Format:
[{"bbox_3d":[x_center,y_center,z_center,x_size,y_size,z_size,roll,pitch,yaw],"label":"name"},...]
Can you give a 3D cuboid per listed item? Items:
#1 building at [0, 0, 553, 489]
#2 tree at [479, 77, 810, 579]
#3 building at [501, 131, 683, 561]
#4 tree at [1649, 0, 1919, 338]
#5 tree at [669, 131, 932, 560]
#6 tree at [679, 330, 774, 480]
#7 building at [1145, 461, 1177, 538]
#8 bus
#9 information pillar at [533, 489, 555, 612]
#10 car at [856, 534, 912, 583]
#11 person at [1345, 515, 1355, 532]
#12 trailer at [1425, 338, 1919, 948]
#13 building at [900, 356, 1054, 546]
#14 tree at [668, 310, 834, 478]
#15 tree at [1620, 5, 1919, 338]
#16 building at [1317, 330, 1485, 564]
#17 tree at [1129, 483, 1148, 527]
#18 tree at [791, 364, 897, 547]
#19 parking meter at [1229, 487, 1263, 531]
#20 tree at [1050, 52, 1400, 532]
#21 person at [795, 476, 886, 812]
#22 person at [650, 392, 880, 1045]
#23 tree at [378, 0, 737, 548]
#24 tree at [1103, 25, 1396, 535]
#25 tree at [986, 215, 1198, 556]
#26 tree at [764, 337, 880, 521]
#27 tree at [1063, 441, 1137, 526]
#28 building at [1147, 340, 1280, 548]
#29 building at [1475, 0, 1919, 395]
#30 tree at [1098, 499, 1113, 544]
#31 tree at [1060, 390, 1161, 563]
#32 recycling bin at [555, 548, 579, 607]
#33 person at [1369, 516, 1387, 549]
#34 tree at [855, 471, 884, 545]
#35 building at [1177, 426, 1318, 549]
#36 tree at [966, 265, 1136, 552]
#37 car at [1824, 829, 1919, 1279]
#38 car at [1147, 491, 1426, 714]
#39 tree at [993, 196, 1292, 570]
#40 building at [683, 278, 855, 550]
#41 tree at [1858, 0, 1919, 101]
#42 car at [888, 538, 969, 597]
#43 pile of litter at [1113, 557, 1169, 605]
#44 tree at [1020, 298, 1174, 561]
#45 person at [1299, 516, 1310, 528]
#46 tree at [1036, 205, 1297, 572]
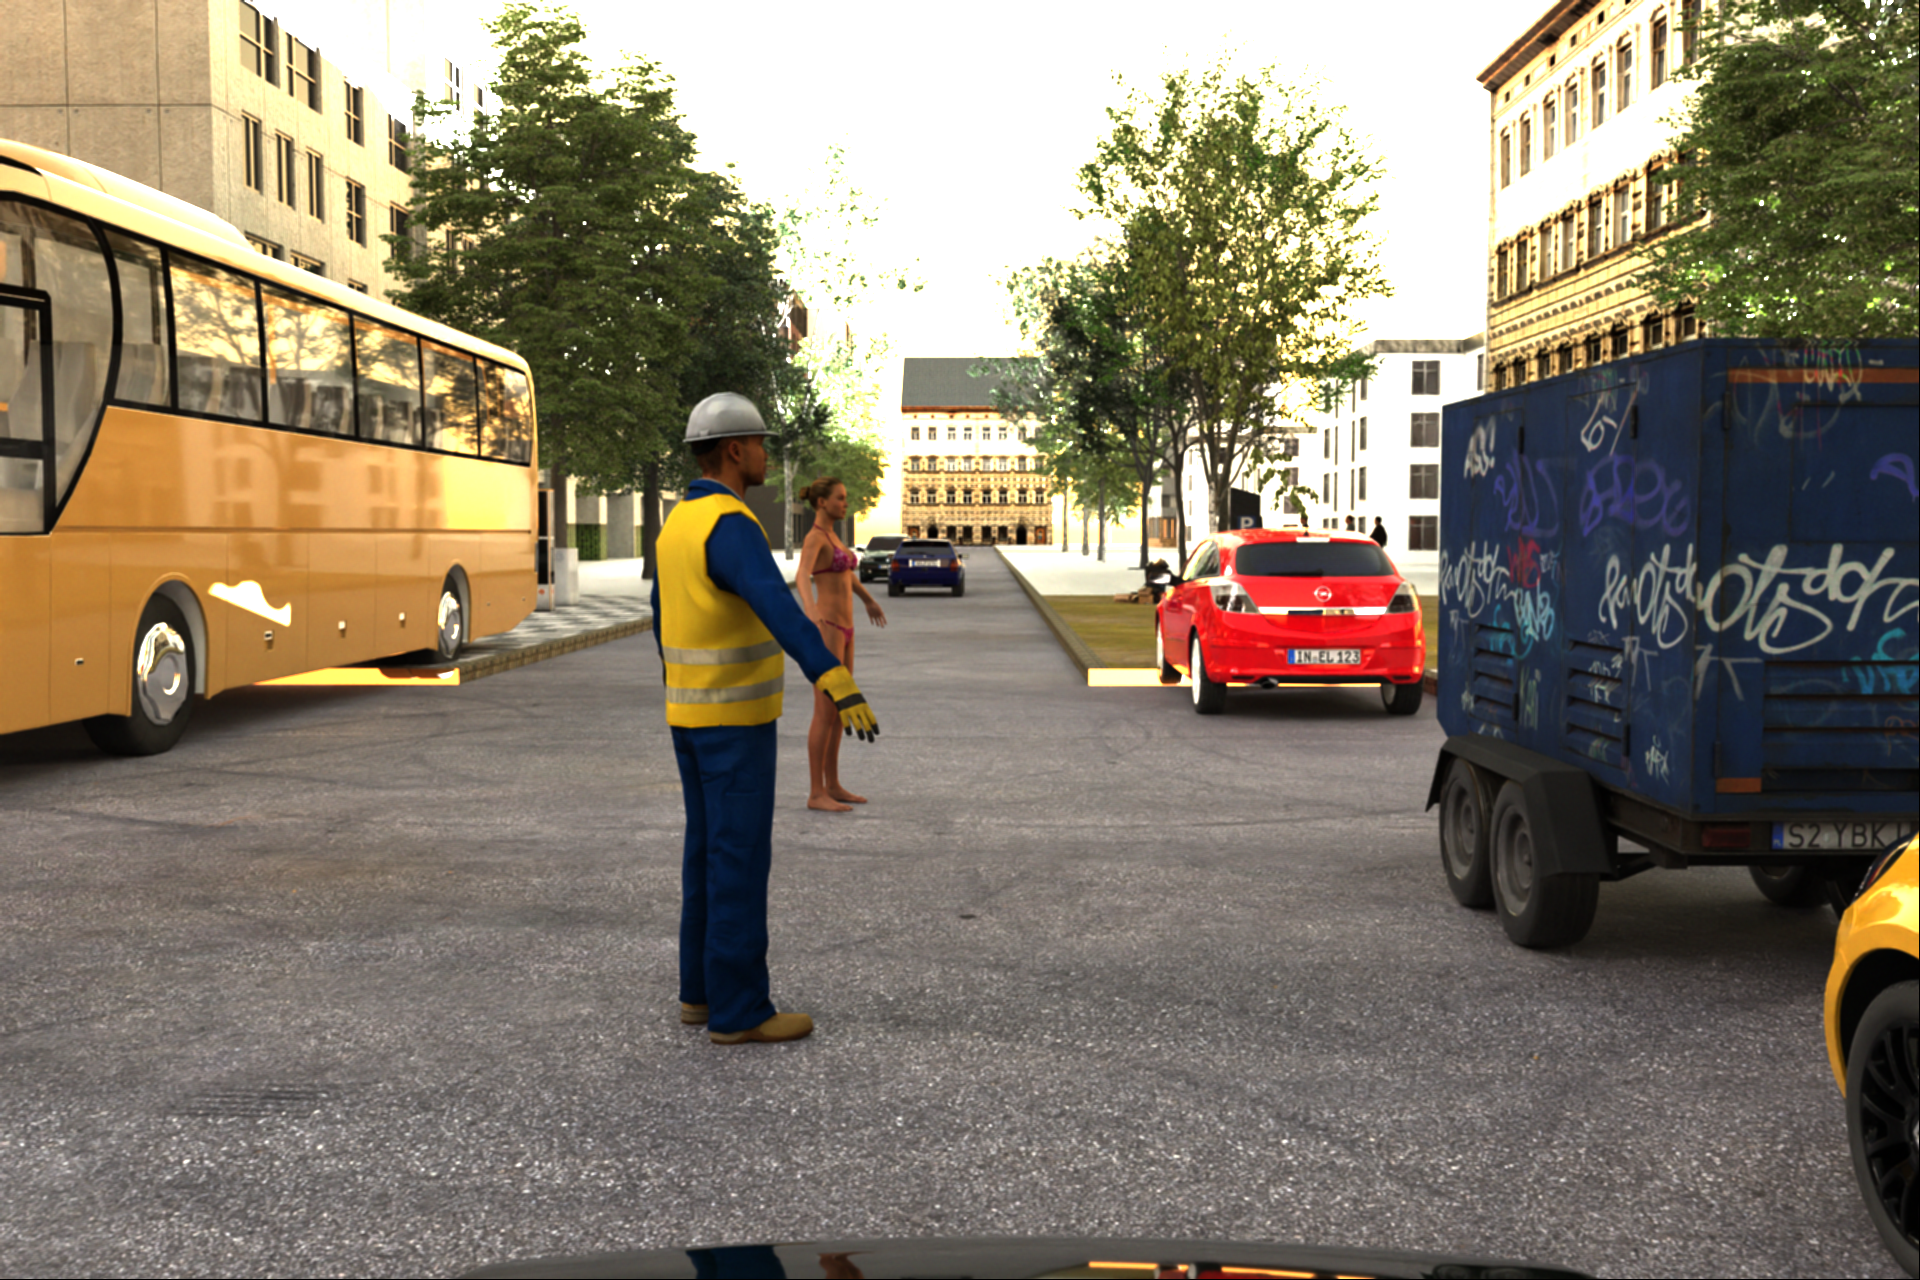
[{"bbox_3d":[-25.572,-11.623,56.497,16.747,18.905,31.486,0,4,1],"label":"building"},{"bbox_3d":[-8.714,-8.716,49.156,9.857,13.997,8.962,0,3,0],"label":"tree"},{"bbox_3d":[-25.745,-13.806,92.179,16.747,18.905,31.486,0,4,0],"label":"building"},{"bbox_3d":[13.604,-6.498,24.370,7.486,12.596,7.792,0,3,0],"label":"tree"},{"bbox_3d":[-7.771,-13.871,82.679,12.611,20.169,13.585,0,3,0],"label":"tree"},{"bbox_3d":[-9.346,-6.815,61.794,4.360,8.622,3.978,0,3,0],"label":"tree"},{"bbox_3d":[25.615,-20.582,192.943,16.016,20.090,11.380,0,4,1],"label":"building"},{"bbox_3d":[-6.319,-1.400,14.441,2.896,3.916,12.252,0,4,1],"label":"bus"},{"bbox_3d":[-6.857,-1.468,28.500,0.304,2.012,0.304,0,4,2],"label":"information pillar"},{"bbox_3d":[-2.085,-2.596,52.230,2.009,1.686,4.222,0,4,0],"label":"car"},{"bbox_3d":[10.554,-2.495,47.069,0.705,1.796,1.348,2,4,24],"label":"person"},{"bbox_3d":[2.622,0.002,7.024,1.471,1.999,3.904,0,4,0],"label":"trailer"},{"bbox_3d":[2.100,-23.225,213.110,18.063,23.208,19.493,0,4,0],"label":"building"},{"bbox_3d":[-8.707,-8.266,69.567,8.767,10.594,7.601,1,4,19],"label":"tree"},{"bbox_3d":[17.258,-6.675,34.890,9.928,11.665,9.643,0,3,0],"label":"tree"},{"bbox_3d":[22.387,-8.102,74.609,9.099,9.664,28.070,0,4,1],"label":"building"},{"bbox_3d":[23.291,-16.116,213.852,4.360,8.622,3.978,0,3,0],"label":"tree"},{"bbox_3d":[-7.937,-12.080,115.630,7.486,12.596,7.792,0,3,0],"label":"tree"},{"bbox_3d":[3.574,-0.975,21.657,0.399,1.863,0.255,0,4,1],"label":"parking meter"},{"bbox_3d":[5.856,-6.908,38.695,9.928,11.665,9.643,0,3,0],"label":"tree"},{"bbox_3d":[-0.607,0.011,9.075,0.721,1.733,1.217,1,4,13],"label":"person"},{"bbox_3d":[-0.642,0.210,4.989,0.705,1.833,1.349,-2,4,-30],"label":"person"},{"bbox_3d":[-8.778,-7.310,37.650,7.486,12.596,7.792,0,3,0],"label":"tree"},{"bbox_3d":[3.914,-4.604,25.637,4.737,8.622,4.395,0,3,0],"label":"tree"},{"bbox_3d":[8.179,-14.947,100.279,12.611,20.169,13.585,0,3,0],"label":"tree"},{"bbox_3d":[-8.318,-11.167,100.715,7.486,12.596,7.792,0,3,0],"label":"tree"},{"bbox_3d":[17.052,-18.353,206.729,9.857,13.997,8.962,0,3,0],"label":"tree"},{"bbox_3d":[24.159,-19.541,175.920,16.016,20.090,11.380,0,4,1],"label":"building"},{"bbox_3d":[26.615,-13.293,48.266,19.493,23.208,18.063,0,4,1],"label":"building"},{"bbox_3d":[18.753,-16.114,213.819,4.360,8.622,3.978,0,3,0],"label":"tree"},{"bbox_3d":[6.610,-7.698,76.226,4.737,8.622,4.395,0,3,0],"label":"tree"},{"bbox_3d":[-7.257,-1.125,30.950,0.722,1.027,0.722,0,4,2],"label":"recycling bin"},{"bbox_3d":[12.520,-2.806,52.008,0.704,1.812,1.346,3,5,41],"label":"person"},{"bbox_3d":[-13.164,-17.339,209.255,9.928,11.665,9.643,0,3,0],"label":"tree"},{"bbox_3d":[24.551,-12.614,148.388,9.099,9.664,28.070,0,4,1],"label":"building"},{"bbox_3d":[6.823,-16.283,122.108,12.611,20.169,13.585,0,3,0],"label":"tree"},{"bbox_3d":[2.634,0.498,2.088,2.015,1.641,3.980,0,4,1],"label":"car"},{"bbox_3d":[2.775,-0.380,15.256,2.155,1.783,4.494,0,4,1],"label":"car"},{"bbox_3d":[6.705,-9.307,62.532,12.009,13.543,11.850,0,3,0],"label":"tree"},{"bbox_3d":[-24.283,-19.002,154.661,27.936,21.610,32.646,0,3,0],"label":"building"},{"bbox_3d":[8.424,-6.061,9.460,12.009,13.543,11.850,0,3,0],"label":"tree"},{"bbox_3d":[-0.765,-1.735,40.942,1.945,1.354,3.894,0,4,1],"label":"car"},{"bbox_3d":[3.433,-1.118,32.237,1.176,0.858,1.719,0,4,1],"label":"pile of litter"},{"bbox_3d":[6.594,-10.148,84.050,7.486,12.596,7.792,0,3,0],"label":"tree"},{"bbox_3d":[9.467,-2.561,47.810,0.705,1.837,1.347,-1,4,-9],"label":"person"},{"bbox_3d":[6.122,-7.027,49.307,7.601,10.594,8.767,2,4,25],"label":"tree"}]
